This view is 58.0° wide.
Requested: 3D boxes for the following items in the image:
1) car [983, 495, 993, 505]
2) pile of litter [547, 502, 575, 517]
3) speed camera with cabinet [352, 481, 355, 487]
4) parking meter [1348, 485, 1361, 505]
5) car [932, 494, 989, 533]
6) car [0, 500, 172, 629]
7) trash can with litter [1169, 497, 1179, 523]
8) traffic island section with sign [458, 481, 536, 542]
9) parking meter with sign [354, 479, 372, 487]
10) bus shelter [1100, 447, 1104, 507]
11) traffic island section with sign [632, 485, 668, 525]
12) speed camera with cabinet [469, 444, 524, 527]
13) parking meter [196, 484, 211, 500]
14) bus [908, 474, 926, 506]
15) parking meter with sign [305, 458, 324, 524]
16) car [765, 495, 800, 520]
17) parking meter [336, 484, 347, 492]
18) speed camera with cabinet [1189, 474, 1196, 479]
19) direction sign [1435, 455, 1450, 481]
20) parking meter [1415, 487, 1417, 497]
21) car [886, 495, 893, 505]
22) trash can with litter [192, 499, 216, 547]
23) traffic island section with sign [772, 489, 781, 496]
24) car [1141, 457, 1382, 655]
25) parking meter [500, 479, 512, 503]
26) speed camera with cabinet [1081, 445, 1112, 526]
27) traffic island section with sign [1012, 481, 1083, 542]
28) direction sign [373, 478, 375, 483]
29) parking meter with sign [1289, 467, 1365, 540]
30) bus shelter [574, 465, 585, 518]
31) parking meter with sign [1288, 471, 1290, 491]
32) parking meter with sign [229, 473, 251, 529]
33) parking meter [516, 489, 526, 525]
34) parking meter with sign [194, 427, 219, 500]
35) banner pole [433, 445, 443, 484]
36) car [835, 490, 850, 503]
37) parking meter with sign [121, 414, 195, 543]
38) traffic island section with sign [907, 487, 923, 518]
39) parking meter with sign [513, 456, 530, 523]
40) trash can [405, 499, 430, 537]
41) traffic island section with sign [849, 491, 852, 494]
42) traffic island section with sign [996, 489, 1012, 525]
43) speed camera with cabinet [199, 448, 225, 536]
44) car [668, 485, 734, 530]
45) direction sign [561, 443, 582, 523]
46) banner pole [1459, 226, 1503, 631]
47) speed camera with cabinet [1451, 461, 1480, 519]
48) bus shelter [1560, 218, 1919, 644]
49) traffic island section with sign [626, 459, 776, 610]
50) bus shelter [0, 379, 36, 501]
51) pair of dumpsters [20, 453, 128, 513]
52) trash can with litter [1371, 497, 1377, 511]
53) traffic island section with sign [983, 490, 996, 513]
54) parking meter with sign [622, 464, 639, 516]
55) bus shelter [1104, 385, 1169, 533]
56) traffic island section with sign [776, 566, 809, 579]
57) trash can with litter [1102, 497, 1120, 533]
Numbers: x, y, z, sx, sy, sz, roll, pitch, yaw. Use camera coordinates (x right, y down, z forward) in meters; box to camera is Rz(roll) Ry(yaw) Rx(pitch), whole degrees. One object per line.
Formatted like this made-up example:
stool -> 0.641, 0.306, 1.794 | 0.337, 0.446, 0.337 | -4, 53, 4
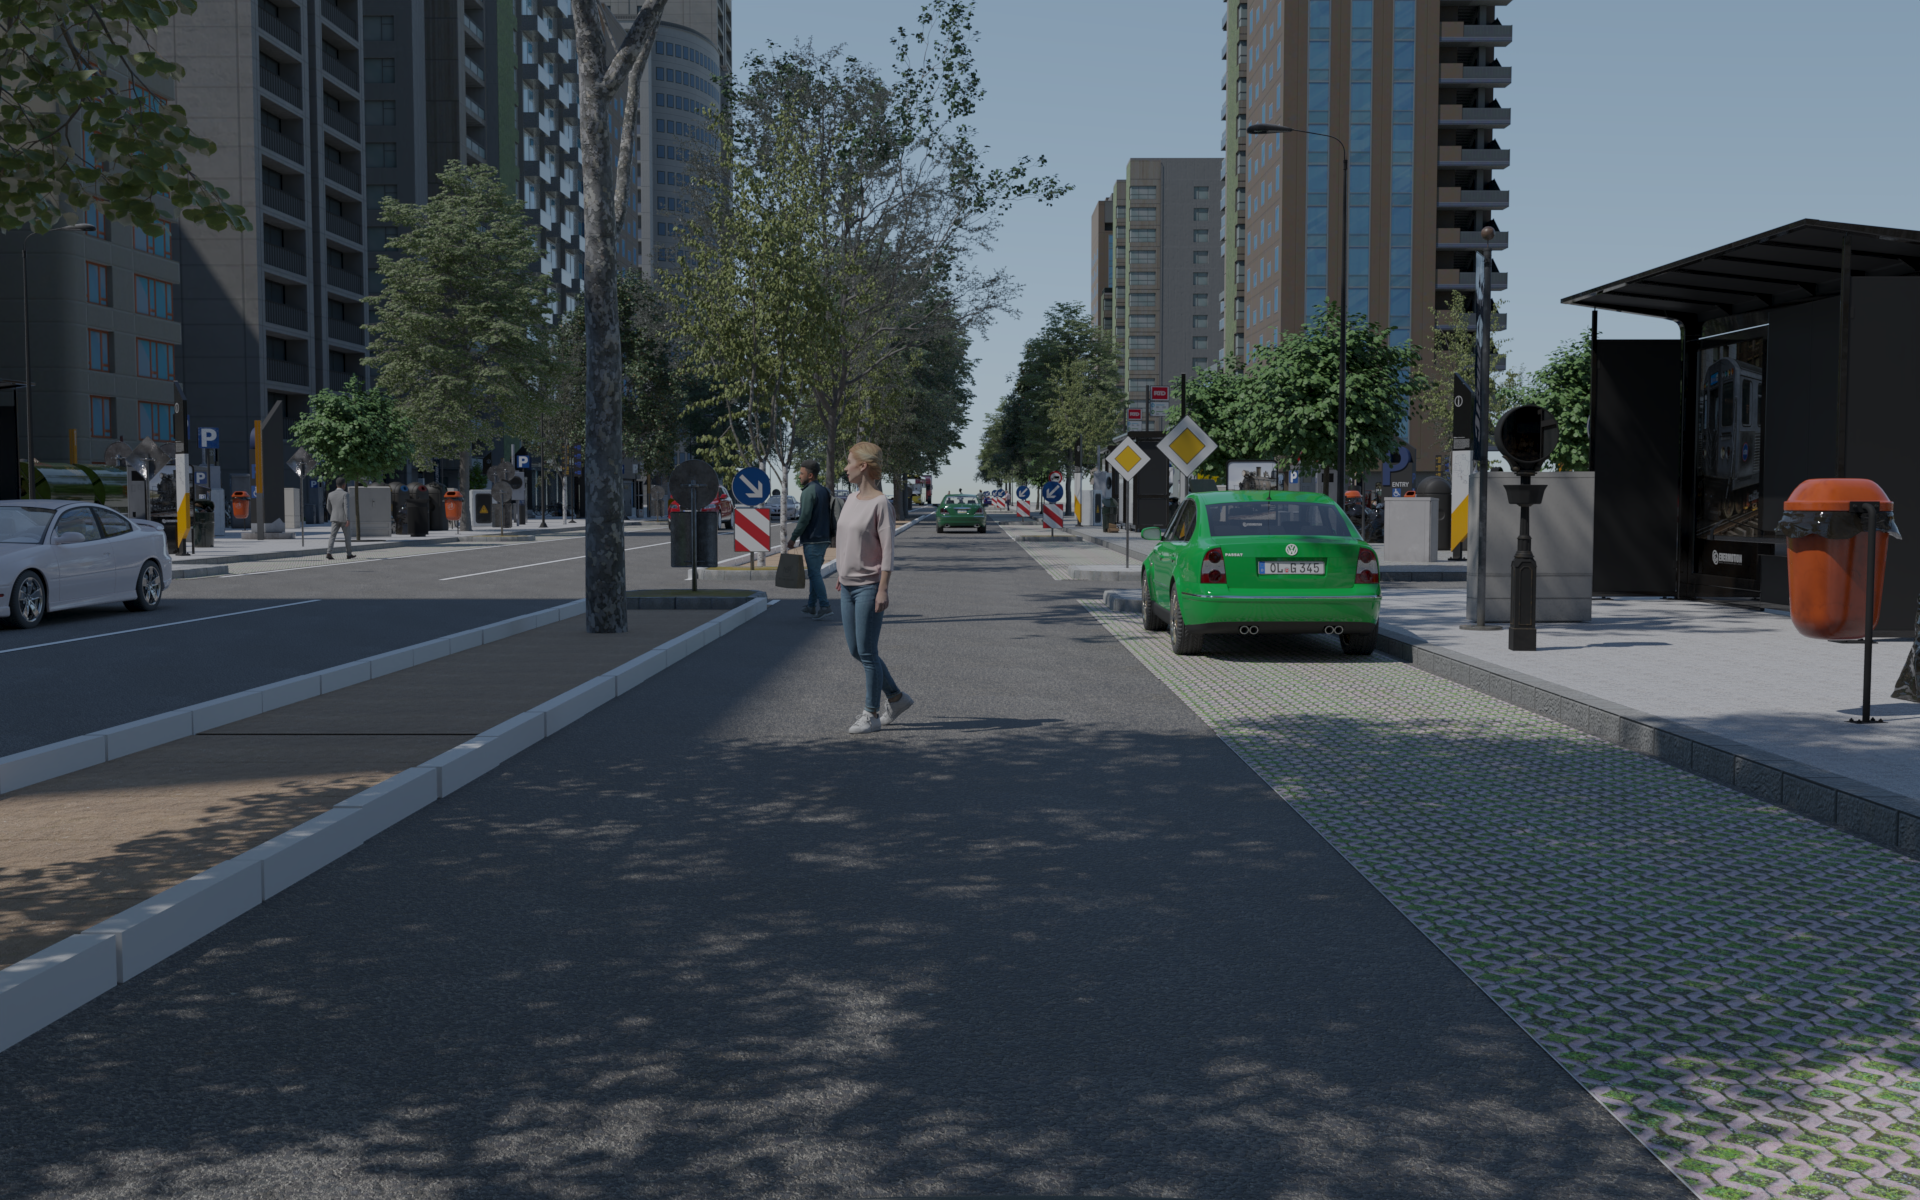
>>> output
car -> 3.436, -10.915, 191.034 | 1.945, 1.354, 3.894 | 0, 4, 1
pile of litter -> -22.785, -5.188, 98.783 | 1.719, 0.858, 1.176 | 1, 4, 10
speed camera with cabinet -> -28.557, -5.483, 83.978 | 0.660, 3.252, 2.038 | 2, 4, 25
parking meter -> 11.348, -2.536, 49.877 | 0.372, 1.533, 0.369 | 0, 3, 0
car -> 0.026, -3.229, 64.595 | 2.131, 1.459, 4.920 | 0, 4, -1
car -> -10.808, -0.459, 19.864 | 2.083, 1.381, 4.827 | 0, 4, 0
trash can with litter -> 8.474, -3.600, 70.253 | 0.624, 1.170, 1.055 | -1, 4, -16
traffic island section with sign -> -13.997, -2.687, 52.564 | 1.989, 1.847, 2.006 | 0, 4, 0
parking meter with sign -> -27.257, -5.067, 79.100 | 1.738, 3.016, 0.543 | 0, 4, 0
bus shelter -> 7.401, -6.161, 78.356 | 2.179, 5.291, 8.768 | 0, 4, 0
traffic island section with sign -> -13.909, -4.336, 79.519 | 1.989, 1.847, 2.006 | 0, 4, 0
speed camera with cabinet -> -18.316, -4.535, 68.484 | 2.038, 3.252, 0.660 | -2, 4, -25
parking meter -> -19.594, -2.232, 44.907 | 0.372, 1.533, 0.369 | 0, 3, 0
bus -> -5.757, -13.630, 214.403 | 2.896, 3.916, 12.252 | 0, 4, 1
parking meter with sign -> -27.659, -4.775, 74.330 | 0.543, 3.016, 1.738 | 0, 4, -4
car -> -9.937, -5.133, 96.294 | 2.083, 1.381, 4.827 | 0, 4, 0
parking meter -> -25.511, -4.024, 71.496 | 0.399, 1.863, 0.255 | 1, 4, 20
speed camera with cabinet -> 11.549, -5.303, 81.044 | 0.660, 3.252, 2.038 | -3, 5, -43
direction sign -> 27.955, -6.625, 100.317 | 0.876, 3.537, 0.379 | 2, 4, 32
parking meter -> 12.870, -2.440, 48.309 | 0.372, 1.533, 0.369 | 0, 3, 0
car -> -6.861, -9.389, 166.087 | 1.945, 1.354, 3.894 | 0, 3, 0
trash can with litter -> -18.263, -1.854, 41.702 | 0.624, 1.170, 1.055 | -1, 4, -22
traffic island section with sign -> -13.712, -7.391, 129.470 | 1.989, 1.847, 2.006 | 0, 4, 0
car -> 2.787, -0.484, 16.713 | 1.959, 1.807, 4.718 | 0, 4, 0
parking meter -> -17.050, -3.631, 65.070 | 0.399, 1.863, 0.255 | -1, 4, -22
speed camera with cabinet -> 5.503, -4.610, 69.713 | 0.660, 3.252, 2.038 | 2, 4, 26
traffic island section with sign -> 2.677, -2.694, 52.680 | 1.989, 1.847, 2.006 | 0, 4, 0
direction sign -> -26.258, -5.237, 77.616 | 0.379, 3.537, 0.876 | 0, 4, -3
parking meter with sign -> 9.055, -2.825, 42.452 | 1.738, 3.016, 0.543 | 0, 4, 7
bus shelter -> -19.449, -6.291, 94.148 | 1.731, 3.624, 6.357 | 0, 4, 0
parking meter with sign -> 8.633, -2.899, 43.658 | 1.738, 3.016, 0.543 | -2, 4, -31
parking meter with sign -> -26.707, -4.161, 64.295 | 1.738, 3.016, 0.543 | -2, 4, -29
parking meter -> -18.327, -3.905, 72.265 | 0.372, 1.533, 0.369 | 0, 3, 0
parking meter with sign -> -20.253, -3.038, 45.939 | 1.738, 3.016, 0.543 | 3, 5, 44
banner pole -> -25.906, -5.880, 86.156 | 0.863, 3.779, 0.401 | 2, 4, 35
car -> -10.261, -8.495, 147.565 | 2.281, 1.827, 5.304 | 0, 4, -1
parking meter with sign -> -17.797, -2.546, 37.890 | 1.738, 3.016, 0.543 | 0, 4, 4
traffic island section with sign -> -3.219, -5.913, 104.813 | 2.006, 1.907, 1.989 | 0, 4, 0
parking meter with sign -> -19.735, -4.988, 77.811 | 0.543, 3.016, 1.738 | 0, 4, -5
trash can -> -16.287, -2.469, 52.027 | 0.748, 1.137, 0.748 | 0, 3, 0
traffic island section with sign -> -13.426, -12.422, 211.723 | 1.989, 1.847, 2.006 | 0, 4, 0
traffic island section with sign -> 2.782, -4.356, 79.847 | 1.989, 1.847, 2.006 | 0, 4, 0
speed camera with cabinet -> -23.003, -3.604, 53.269 | 0.660, 3.252, 2.038 | -2, 4, -26
car -> -10.422, -3.748, 69.950 | 2.281, 1.827, 5.304 | 0, 4, 1
direction sign -> -17.152, -5.171, 76.542 | 0.876, 3.537, 0.379 | 0, 4, 0
banner pole -> 4.841, -1.596, 16.110 | 0.401, 3.779, 0.863 | 2, 4, 26
speed camera with cabinet -> 19.996, -4.601, 69.562 | 0.660, 3.252, 2.038 | -3, 4, -38
bus shelter -> 8.072, -1.627, 17.892 | 1.731, 3.624, 6.357 | 0, 4, 0
traffic island section with sign -> -3.519, -0.864, 22.267 | 2.006, 1.907, 1.989 | 0, 4, 0
bus shelter -> -20.404, -2.592, 33.654 | 1.731, 3.624, 6.357 | 0, 3, 0
pair of dumpsters -> -20.513, -2.280, 39.777 | 1.574, 2.255, 4.437 | 0, 4, 0
trash can with litter -> 17.936, -3.923, 75.530 | 0.624, 1.170, 1.055 | -2, 4, -32
traffic island section with sign -> 2.948, -7.419, 129.930 | 1.989, 1.847, 2.006 | 0, 4, 0
parking meter with sign -> -19.359, -6.342, 99.948 | 0.543, 3.016, 1.738 | 3, 5, 42
bus shelter -> 6.644, -5.137, 61.619 | 2.179, 5.291, 8.768 | 0, 4, 0
traffic island section with sign -> -3.482, -1.317, 29.675 | 2.006, 1.907, 1.989 | 0, 4, 0
trash can with litter -> 5.074, -2.817, 57.447 | 0.624, 1.170, 1.055 | -1, 4, -11
